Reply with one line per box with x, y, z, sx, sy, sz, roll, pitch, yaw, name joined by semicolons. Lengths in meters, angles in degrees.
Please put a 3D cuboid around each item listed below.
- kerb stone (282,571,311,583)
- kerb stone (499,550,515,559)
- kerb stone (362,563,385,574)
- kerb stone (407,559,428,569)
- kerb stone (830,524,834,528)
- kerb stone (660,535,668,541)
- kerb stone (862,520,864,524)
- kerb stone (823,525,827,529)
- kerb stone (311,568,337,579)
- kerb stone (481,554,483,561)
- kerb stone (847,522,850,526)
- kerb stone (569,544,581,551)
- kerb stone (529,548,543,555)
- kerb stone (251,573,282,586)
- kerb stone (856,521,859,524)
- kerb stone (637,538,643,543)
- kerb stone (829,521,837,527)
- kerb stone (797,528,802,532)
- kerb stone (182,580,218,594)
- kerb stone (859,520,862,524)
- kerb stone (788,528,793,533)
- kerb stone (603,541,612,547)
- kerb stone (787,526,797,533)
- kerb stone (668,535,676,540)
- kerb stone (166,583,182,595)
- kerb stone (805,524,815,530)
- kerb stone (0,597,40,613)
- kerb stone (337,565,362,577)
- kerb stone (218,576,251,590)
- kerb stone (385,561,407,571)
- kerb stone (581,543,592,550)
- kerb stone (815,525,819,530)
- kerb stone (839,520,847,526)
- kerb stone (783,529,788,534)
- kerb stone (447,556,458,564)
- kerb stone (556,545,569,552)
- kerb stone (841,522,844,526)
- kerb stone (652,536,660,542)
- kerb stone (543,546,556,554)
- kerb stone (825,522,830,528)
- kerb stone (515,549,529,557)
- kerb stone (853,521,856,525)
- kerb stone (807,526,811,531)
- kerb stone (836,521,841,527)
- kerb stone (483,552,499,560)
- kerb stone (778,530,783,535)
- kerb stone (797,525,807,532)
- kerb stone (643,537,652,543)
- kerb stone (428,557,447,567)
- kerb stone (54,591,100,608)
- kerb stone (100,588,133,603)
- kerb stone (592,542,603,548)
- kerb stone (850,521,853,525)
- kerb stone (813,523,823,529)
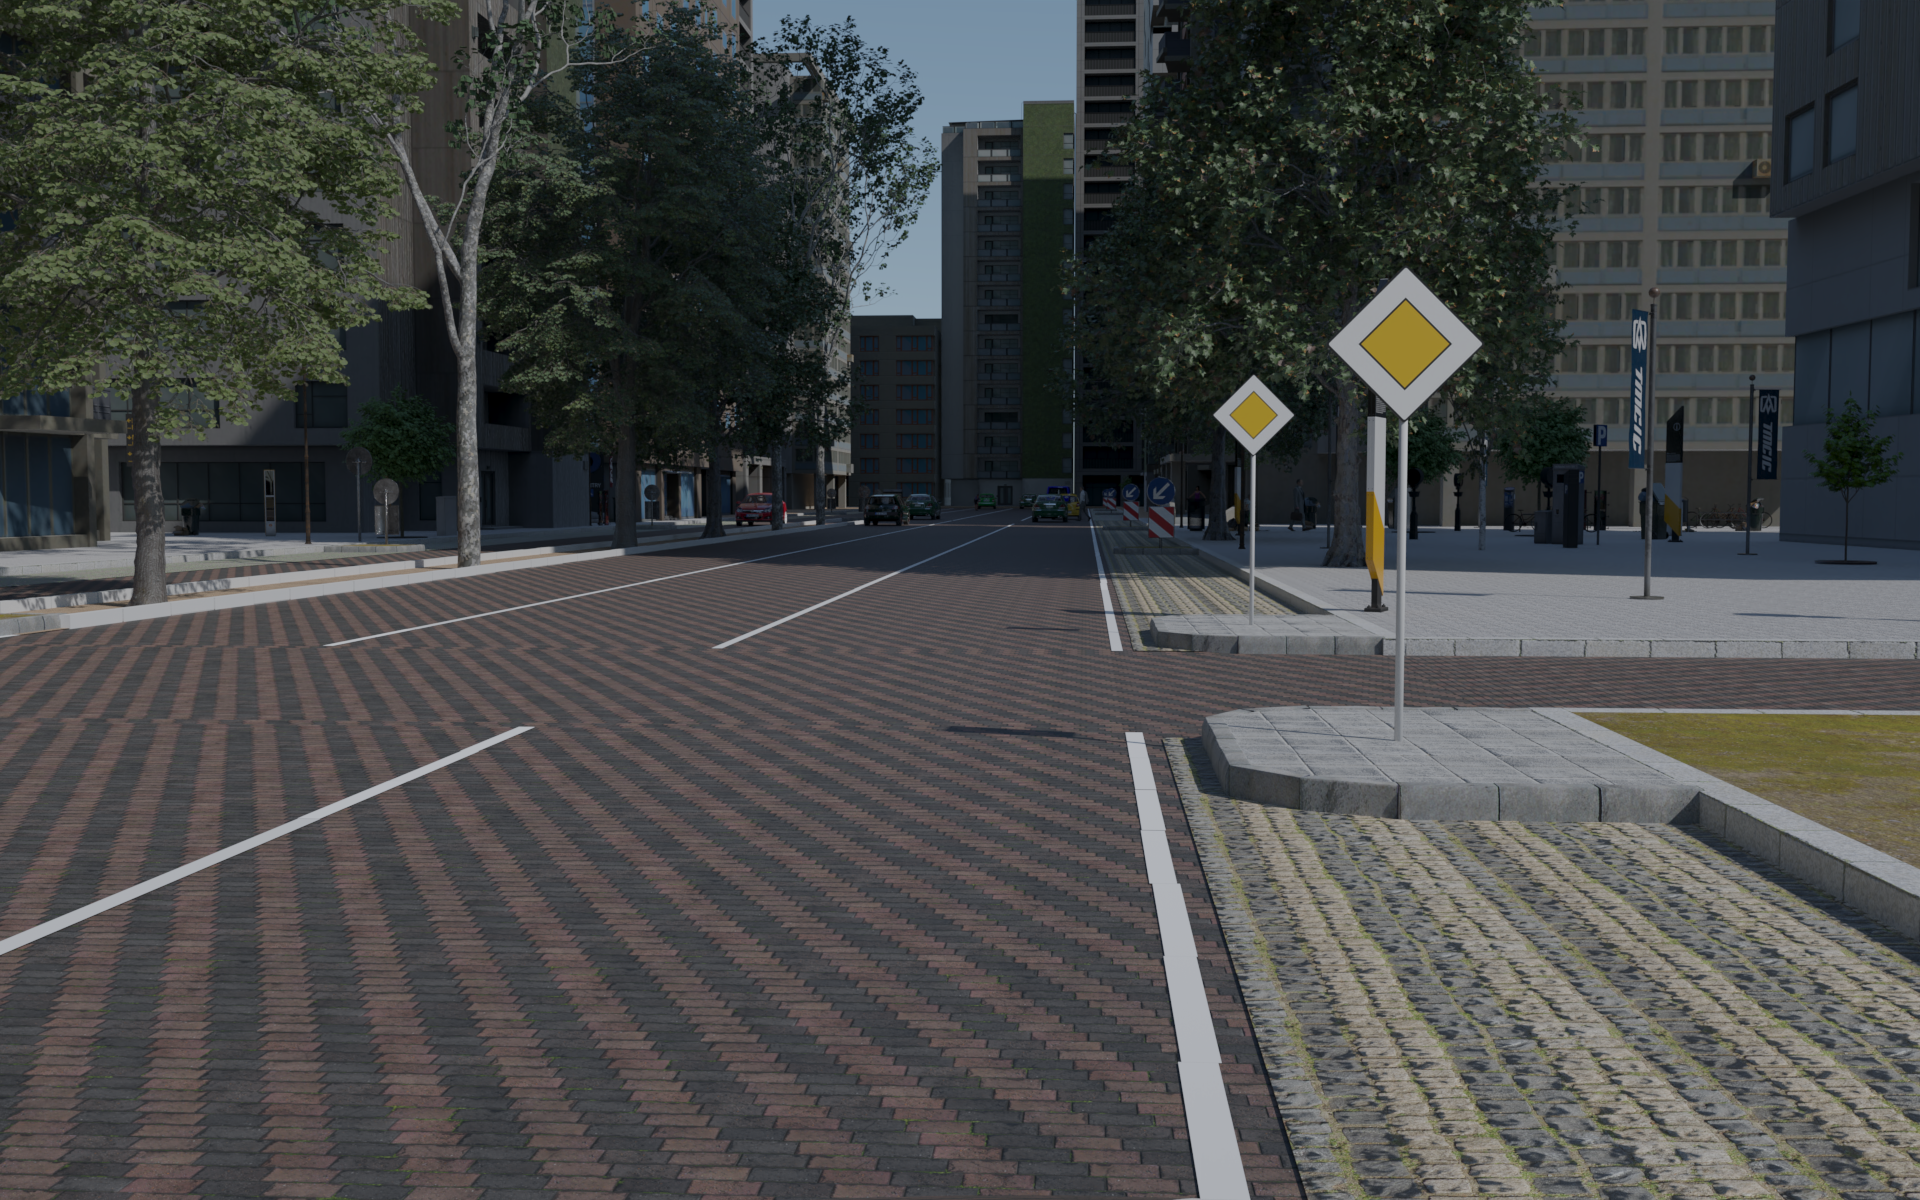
-10.908;-0.369;28.228;0.120;0.150;1.000;0;4;4;kerb stone
-10.166;-0.994;38.440;0.120;0.150;1.000;0;4;4;kerb stone
-10.688;-0.556;31.290;0.120;0.150;1.000;0;4;4;kerb stone
-10.533;-0.679;33.329;0.120;0.150;1.000;0;4;4;kerb stone
-5.561;-3.108;73.079;0.120;0.150;1.000;0;4;4;kerb stone
-9.140;-1.869;52.747;0.120;0.150;1.000;0;4;4;kerb stone
-4.831;-3.727;83.287;0.120;0.150;1.000;0;4;4;kerb stone
-5.706;-2.987;71.039;0.120;0.150;1.000;0;4;4;kerb stone
-10.841;-0.429;29.248;0.120;0.150;1.000;0;4;4;kerb stone
-10.320;-0.869;36.402;0.120;0.150;1.000;0;4;4;kerb stone
-5.197;-3.424;78.180;0.120;0.150;1.000;0;4;4;kerb stone
-9.804;-1.305;43.544;0.120;0.150;1.000;0;4;4;kerb stone
-10.028;-1.111;40.483;0.120;0.150;1.000;0;4;4;kerb stone
-10.976;-0.307;27.208;0.120;0.150;1.000;0;4;4;kerb stone
-4.972;-3.611;81.242;0.120;0.150;1.000;0;4;4;kerb stone
-9.358;-1.681;49.681;0.120;0.150;1.000;0;4;4;kerb stone
-5.483;-3.175;74.101;0.120;0.150;1.000;0;4;4;kerb stone
-6.155;-2.612;64.910;0.120;0.150;1.000;0;4;4;kerb stone
-11.127;-0.182;25.169;0.120;0.150;1.000;0;4;4;kerb stone
-4.892;-3.674;82.265;0.120;0.150;1.000;0;4;4;kerb stone
-6.300;-2.487;62.862;0.120;0.150;1.000;0;4;4;kerb stone
-9.579;-1.490;46.615;0.120;0.150;1.000;0;4;4;kerb stone
-6.230;-2.548;63.882;0.120;0.150;1.000;0;4;4;kerb stone
-9.061;-1.930;53.767;0.120;0.150;1.000;0;4;4;kerb stone
-11.200;-0.114;24.149;0.120;0.150;1.000;0;4;4;kerb stone
-5.926;-2.798;67.968;0.120;0.150;1.000;0;4;4;kerb stone
-11.424;0.068;21.088;0.120;0.150;1.000;0;4;4;kerb stone
-10.761;-0.491;30.269;0.120;0.150;1.000;0;4;4;kerb stone
-11.058;-0.244;26.189;0.120;0.150;1.000;0;4;4;kerb stone
-10.618;-0.619;32.310;0.120;0.150;1.000;0;4;4;kerb stone
-9.727;-1.368;44.564;0.120;0.150;1.000;0;4;4;kerb stone
-5.850;-2.862;68.988;0.120;0.150;1.000;0;4;4;kerb stone
-5.267;-3.362;77.160;0.120;0.150;1.000;0;4;4;kerb stone
-6.378;-2.422;61.838;0.120;0.150;1.000;0;4;4;kerb stone
-10.389;-0.806;35.379;0.120;0.150;1.000;0;4;4;kerb stone
-9.871;-1.240;42.524;0.120;0.150;1.000;0;4;4;kerb stone
-5.337;-3.299;76.140;0.120;0.150;1.000;0;4;4;kerb stone
-9.207;-1.806;51.727;0.120;0.150;1.000;0;4;4;kerb stone
-9.946;-1.181;41.502;0.120;0.150;1.000;0;4;4;kerb stone
-5.639;-3.049;72.059;0.120;0.150;1.000;0;4;4;kerb stone
-10.095;-1.056;39.460;0.120;0.150;1.000;0;4;4;kerb stone
-5.045;-3.549;80.222;0.120;0.150;1.000;0;4;4;kerb stone
-6.001;-2.734;66.948;0.120;0.150;1.000;0;4;4;kerb stone
-5.416;-3.237;75.121;0.120;0.150;1.000;0;4;4;kerb stone
-10.245;-0.930;37.421;0.120;0.150;1.000;0;4;4;kerb stone
-6.445;-2.358;60.815;0.120;0.150;1.000;0;4;4;kerb stone
-6.078;-2.675;65.929;0.120;0.150;1.000;0;4;4;kerb stone
-9.285;-1.744;50.708;0.120;0.150;1.000;0;4;4;kerb stone
-10.470;-0.738;34.360;0.120;0.150;1.000;0;4;4;kerb stone
-11.354;0.005;22.107;0.120;0.150;1.000;0;4;4;kerb stone
-11.276;-0.054;23.130;0.120;0.150;1.000;0;4;4;kerb stone
-9.651;-1.429;45.595;0.120;0.150;1.000;0;4;4;kerb stone
-5.123;-3.486;79.203;0.120;0.150;1.000;0;4;4;kerb stone
-5.790;-2.925;70.015;0.120;0.150;1.000;0;4;4;kerb stone
